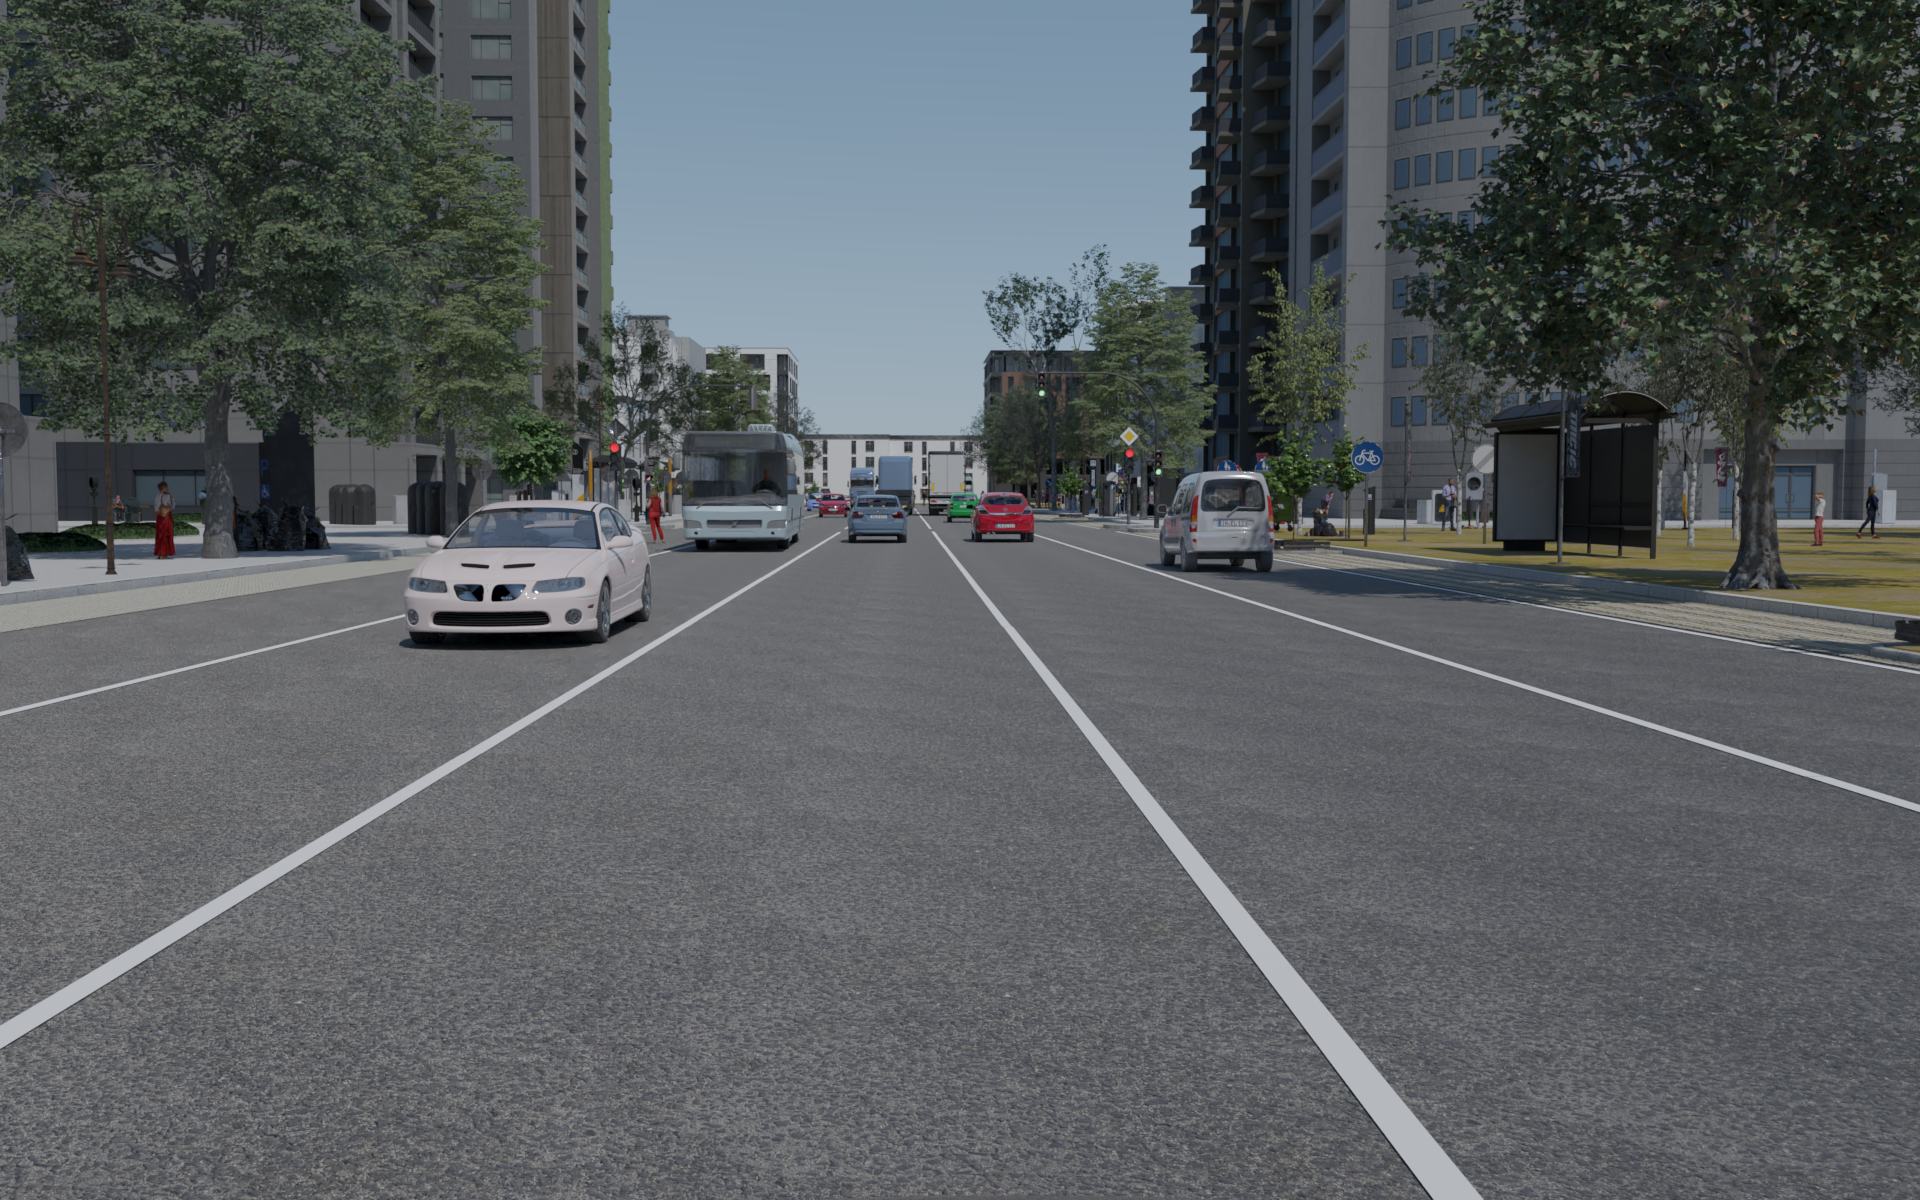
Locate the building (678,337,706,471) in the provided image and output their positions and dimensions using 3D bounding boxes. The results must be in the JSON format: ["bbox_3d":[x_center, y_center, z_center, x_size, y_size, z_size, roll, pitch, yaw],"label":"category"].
[{"bbox_3d":[-46.419,-20.564,202.673,31.486,18.905,16.747,0,4,-2],"label":"building"}]

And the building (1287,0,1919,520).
[{"bbox_3d":[33.676,-33.687,92.789,28.212,58.520,21.231,0,4,-2],"label":"building"}]

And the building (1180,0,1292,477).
[{"bbox_3d":[29.258,-29.137,131.021,22.147,44.769,28.867,0,4,-2],"label":"building"}]

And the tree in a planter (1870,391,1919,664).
[{"bbox_3d":[8.989,-1.072,14.743,1.991,3.239,1.994,0,4,-2],"label":"tree in a planter"}]

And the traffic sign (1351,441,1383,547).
[{"bbox_3d":[9.856,-2.562,41.991,0.768,2.556,0.104,0,4,7],"label":"traffic sign"}]

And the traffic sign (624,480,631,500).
[{"bbox_3d":[-19.037,-6.043,98.804,0.884,2.594,0.081,0,4,7],"label":"traffic sign"}]

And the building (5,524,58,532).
[{"bbox_3d":[-39.140,-37.010,43.366,20.611,71.187,20.563,0,4,-2],"label":"building"}]

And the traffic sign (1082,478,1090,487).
[{"bbox_3d":[10.066,-8.526,139.408,0.884,2.594,0.081,0,4,-2],"label":"traffic sign"}]

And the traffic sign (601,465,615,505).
[{"bbox_3d":[-15.639,-4.707,77.068,0.768,2.556,0.104,0,4,5],"label":"traffic sign"}]

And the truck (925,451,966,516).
[{"bbox_3d":[-0.958,-7.915,118.317,2.839,4.237,11.283,0,4,-1],"label":"truck"}]

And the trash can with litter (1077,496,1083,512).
[{"bbox_3d":[8.658,-6.722,121.288,0.624,1.170,1.055,1,4,22],"label":"trash can with litter"}]

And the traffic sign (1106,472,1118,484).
[{"bbox_3d":[8.827,-6.113,100.046,0.768,2.556,0.104,0,4,5],"label":"traffic sign"}]

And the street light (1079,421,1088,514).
[{"bbox_3d":[7.826,-8.386,109.896,0.468,5.910,1.993,0,4,-2],"label":"street light"}]

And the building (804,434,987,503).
[{"bbox_3d":[-10.050,-18.655,247.157,28.070,9.664,9.099,0,4,-2],"label":"building"}]

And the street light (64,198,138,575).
[{"bbox_3d":[-13.527,-3.342,27.422,0.468,5.910,1.993,0,4,-2],"label":"street light"}]

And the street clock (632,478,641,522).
[{"bbox_3d":[-14.858,-4.588,79.577,0.358,2.002,0.471,-2,4,-32],"label":"street clock"}]

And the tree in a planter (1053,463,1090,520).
[{"bbox_3d":[6.270,-6.145,97.700,1.991,3.239,1.994,0,4,-2],"label":"tree in a planter"}]

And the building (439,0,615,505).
[{"bbox_3d":[-31.543,-26.475,116.459,14.154,41.232,14.086,0,4,-2],"label":"building"}]

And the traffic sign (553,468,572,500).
[{"bbox_3d":[-16.974,-4.512,73.783,0.884,2.594,0.081,0,4,7],"label":"traffic sign"}]

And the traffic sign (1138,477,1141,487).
[{"bbox_3d":[10.888,-6.194,103.402,0.606,2.300,0.079,0,4,1],"label":"traffic sign"}]

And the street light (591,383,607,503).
[{"bbox_3d":[-15.008,-6.082,72.222,0.468,5.910,1.993,0,4,-2],"label":"street light"}]

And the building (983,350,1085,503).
[{"bbox_3d":[20.315,-25.242,256.677,32.646,21.610,27.936,0,4,-2],"label":"building"}]

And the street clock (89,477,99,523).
[{"bbox_3d":[-36.273,-4.159,72.565,0.471,2.002,0.358,3,5,43],"label":"street clock"}]

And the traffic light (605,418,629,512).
[{"bbox_3d":[-12.676,-4.587,63.924,0.839,4.253,0.868,0,4,-2],"label":"traffic light"}]

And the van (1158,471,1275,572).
[{"bbox_3d":[4.882,-1.606,33.276,2.013,2.044,4.112,0,4,-2],"label":"van"}]

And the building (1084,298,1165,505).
[{"bbox_3d":[30.172,-21.628,197.588,27.936,21.610,32.646,0,4,-2],"label":"building"}]

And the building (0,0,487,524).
[{"bbox_3d":[-36.551,-39.866,90.067,20.563,71.187,20.611,0,4,-2],"label":"building"}]

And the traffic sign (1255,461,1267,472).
[{"bbox_3d":[11.404,-3.958,64.822,0.768,2.556,0.104,0,4,2],"label":"traffic sign"}]

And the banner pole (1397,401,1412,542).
[{"bbox_3d":[12.038,-3.459,46.567,0.401,3.779,0.863,0,4,2],"label":"banner pole"}]

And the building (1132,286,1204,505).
[{"bbox_3d":[25.262,-18.785,163.561,16.016,20.091,11.380,0,4,-2],"label":"building"}]

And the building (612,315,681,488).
[{"bbox_3d":[-37.307,-19.810,180.312,16.016,20.091,11.380,0,4,-2],"label":"building"}]

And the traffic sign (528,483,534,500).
[{"bbox_3d":[-17.751,-4.276,72.039,0.606,2.300,0.079,0,4,4],"label":"traffic sign"}]

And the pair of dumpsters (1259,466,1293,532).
[{"bbox_3d":[10.643,-3.574,60.922,1.574,2.255,4.437,0,4,-2],"label":"pair of dumpsters"}]

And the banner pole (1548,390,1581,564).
[{"bbox_3d":[11.041,-2.533,31.426,0.401,3.779,0.863,-1,4,-10],"label":"banner pole"}]

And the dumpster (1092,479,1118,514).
[{"bbox_3d":[9.367,-6.681,111.725,1.502,2.255,1.985,0,4,-2],"label":"dumpster"}]

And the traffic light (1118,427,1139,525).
[{"bbox_3d":[7.053,-5.116,72.572,0.839,4.253,0.868,0,4,-2],"label":"traffic light"}]

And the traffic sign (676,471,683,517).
[{"bbox_3d":[-15.475,-5.896,96.498,0.768,2.556,0.104,0,4,4],"label":"traffic sign"}]

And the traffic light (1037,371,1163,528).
[{"bbox_3d":[5.226,-5.487,64.382,4.771,5.953,1.251,0,4,-2],"label":"traffic light"}]

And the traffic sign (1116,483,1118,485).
[{"bbox_3d":[10.070,-6.947,113.689,0.768,2.556,0.104,0,4,1],"label":"traffic sign"}]

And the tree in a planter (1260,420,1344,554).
[{"bbox_3d":[8.101,-2.735,41.945,1.991,3.239,1.994,0,4,-2],"label":"tree in a planter"}]

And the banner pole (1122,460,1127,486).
[{"bbox_3d":[9.194,-6.459,95.626,0.401,3.779,0.863,-2,4,-35],"label":"banner pole"}]

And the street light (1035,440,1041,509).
[{"bbox_3d":[6.683,-10.679,147.396,0.468,5.910,1.993,0,4,-2],"label":"street light"}]

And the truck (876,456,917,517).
[{"bbox_3d":[-4.525,-7.758,116.597,2.967,4.110,18.799,0,4,-1],"label":"truck"}]

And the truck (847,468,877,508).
[{"bbox_3d":[-9.999,-11.766,182.125,2.967,4.110,18.799,0,4,-1],"label":"truck"}]

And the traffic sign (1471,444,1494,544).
[{"bbox_3d":[13.450,-2.705,44.337,0.768,2.556,0.104,0,4,2],"label":"traffic sign"}]

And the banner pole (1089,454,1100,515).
[{"bbox_3d":[8.359,-7.154,106.984,0.863,3.779,0.401,-2,4,-27],"label":"banner pole"}]

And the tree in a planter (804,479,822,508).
[{"bbox_3d":[-16.869,-12.457,200.895,1.991,3.239,1.994,0,4,-2],"label":"tree in a planter"}]

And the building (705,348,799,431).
[{"bbox_3d":[-40.698,-25.149,255.158,32.646,21.610,27.936,0,4,-2],"label":"building"}]

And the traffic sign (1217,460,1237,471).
[{"bbox_3d":[10.142,-4.019,65.812,0.768,2.556,0.104,0,4,-1],"label":"traffic sign"}]

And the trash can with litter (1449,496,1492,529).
[{"bbox_3d":[19.153,-3.285,64.761,1.678,1.210,2.233,1,4,15],"label":"trash can with litter"}]

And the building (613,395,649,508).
[{"bbox_3d":[-33.408,-13.385,160.985,9.099,9.664,28.070,0,4,-2],"label":"building"}]

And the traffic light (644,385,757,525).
[{"bbox_3d":[-10.849,-5.954,72.008,4.771,5.953,1.251,0,4,-2],"label":"traffic light"}]

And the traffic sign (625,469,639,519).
[{"bbox_3d":[-16.796,-5.411,88.583,0.768,2.556,0.104,0,4,-2],"label":"traffic sign"}]

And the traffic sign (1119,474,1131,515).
[{"bbox_3d":[10.296,-6.620,108.343,0.768,2.556,0.104,0,4,0],"label":"traffic sign"}]

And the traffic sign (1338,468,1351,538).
[{"bbox_3d":[11.285,-3.063,50.191,0.768,2.556,0.104,0,4,3],"label":"traffic sign"}]

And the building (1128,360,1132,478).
[{"bbox_3d":[25.297,-19.515,175.492,16.016,20.091,11.380,0,4,-2],"label":"building"}]

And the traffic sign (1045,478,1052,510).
[{"bbox_3d":[7.199,-8.482,138.779,0.768,2.556,0.104,0,4,1],"label":"traffic sign"}]

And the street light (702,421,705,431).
[{"bbox_3d":[-16.225,-8.375,109.719,0.468,5.910,1.993,0,4,-2],"label":"street light"}]

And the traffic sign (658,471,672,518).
[{"bbox_3d":[-15.997,-5.730,93.799,0.768,2.556,0.104,0,4,6],"label":"traffic sign"}]
